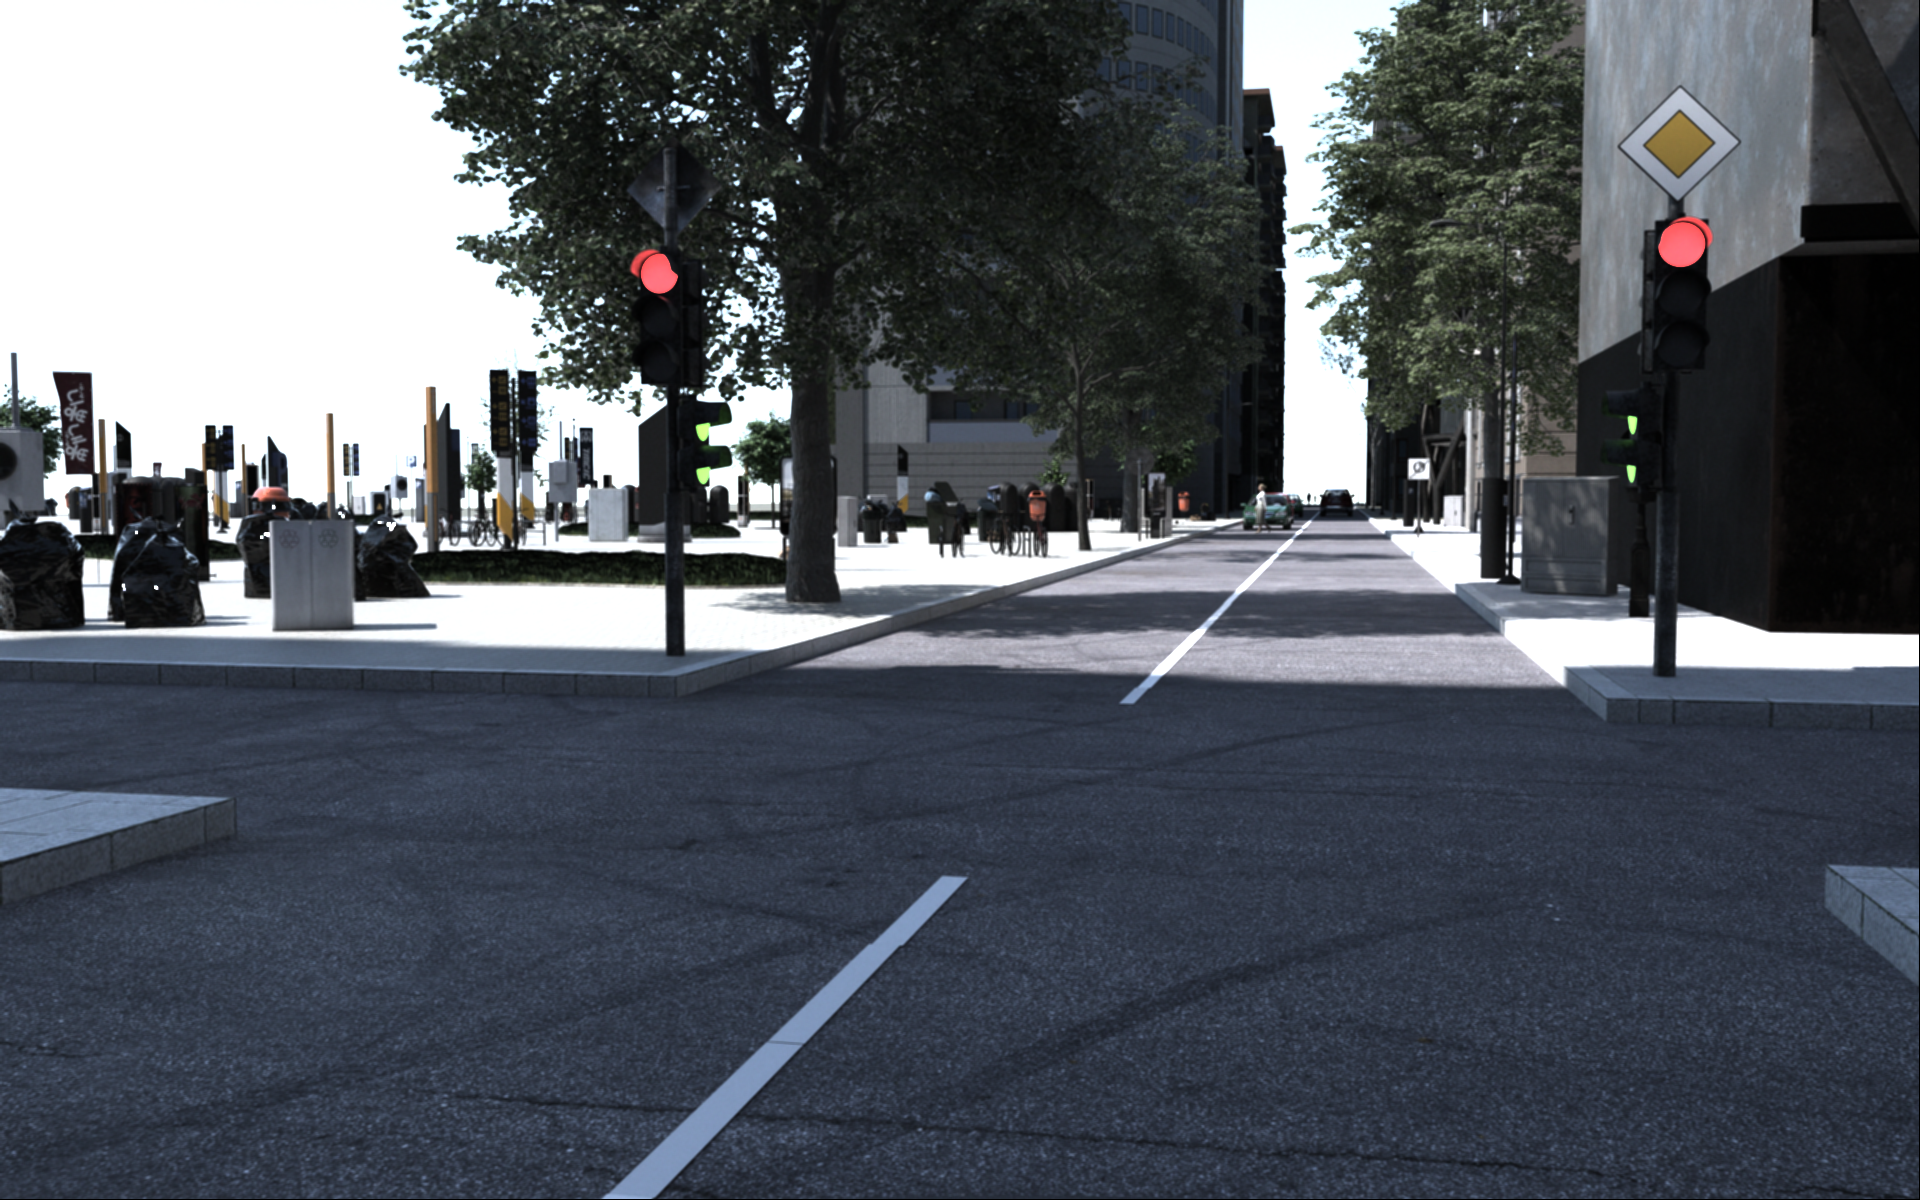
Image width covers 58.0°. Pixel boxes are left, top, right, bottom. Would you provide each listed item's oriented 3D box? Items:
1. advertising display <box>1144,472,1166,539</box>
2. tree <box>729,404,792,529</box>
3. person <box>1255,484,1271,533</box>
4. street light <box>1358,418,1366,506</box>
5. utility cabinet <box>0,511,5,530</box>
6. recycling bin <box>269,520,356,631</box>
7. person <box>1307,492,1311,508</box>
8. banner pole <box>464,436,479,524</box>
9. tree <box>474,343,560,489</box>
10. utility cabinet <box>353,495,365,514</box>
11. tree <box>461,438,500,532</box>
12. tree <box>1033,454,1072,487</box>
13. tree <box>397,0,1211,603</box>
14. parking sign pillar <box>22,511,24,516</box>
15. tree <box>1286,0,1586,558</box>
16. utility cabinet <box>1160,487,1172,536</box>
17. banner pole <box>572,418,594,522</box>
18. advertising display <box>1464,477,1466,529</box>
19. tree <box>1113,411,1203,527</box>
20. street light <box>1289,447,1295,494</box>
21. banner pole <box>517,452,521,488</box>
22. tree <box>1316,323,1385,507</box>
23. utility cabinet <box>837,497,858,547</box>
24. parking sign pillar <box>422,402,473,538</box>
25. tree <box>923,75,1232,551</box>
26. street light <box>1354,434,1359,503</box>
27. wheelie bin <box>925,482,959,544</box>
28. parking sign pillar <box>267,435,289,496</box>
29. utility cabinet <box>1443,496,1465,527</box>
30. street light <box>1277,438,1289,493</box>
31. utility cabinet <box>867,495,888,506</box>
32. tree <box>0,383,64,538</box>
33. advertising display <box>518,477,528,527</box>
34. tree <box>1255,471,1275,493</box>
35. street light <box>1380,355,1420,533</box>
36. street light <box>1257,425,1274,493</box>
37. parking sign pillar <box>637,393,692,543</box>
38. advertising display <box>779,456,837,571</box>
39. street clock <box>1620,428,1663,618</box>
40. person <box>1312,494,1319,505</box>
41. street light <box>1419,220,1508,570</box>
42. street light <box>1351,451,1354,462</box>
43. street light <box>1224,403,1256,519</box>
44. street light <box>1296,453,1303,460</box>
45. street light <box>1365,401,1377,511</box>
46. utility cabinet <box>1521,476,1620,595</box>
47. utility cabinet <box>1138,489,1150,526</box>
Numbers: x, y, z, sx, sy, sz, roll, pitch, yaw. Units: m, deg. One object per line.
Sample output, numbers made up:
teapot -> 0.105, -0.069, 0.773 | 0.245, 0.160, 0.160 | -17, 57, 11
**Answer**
advertising display -> 5.648, -2.744, 50.084 | 0.123, 1.923, 0.974 | 3, 5, 40
tree -> -6.947, -4.899, 63.818 | 4.285, 4.588, 4.351 | 0, 3, 0
person -> 11.098, -3.345, 63.411 | 0.641, 1.798, 0.478 | 0, 4, 5
street light -> 25.138, -8.118, 105.277 | 1.470, 5.913, 1.316 | 1, 4, 12
utility cabinet -> -34.120, -3.106, 61.938 | 0.306, 1.237, 1.020 | 1, 4, 15
recycling bin -> -6.186, -0.246, 16.576 | 0.722, 1.027, 0.722 | -1, 4, -17
person -> 37.176, -10.708, 184.499 | 0.541, 1.710, 0.530 | 0, 4, -6
banner pole -> -20.934, -5.160, 74.386 | 0.863, 3.779, 0.401 | 2, 4, 27
tree -> -21.240, -8.167, 83.897 | 4.737, 8.622, 4.395 | 0, 3, 0
utility cabinet -> -32.638, -5.070, 94.061 | 1.020, 1.237, 0.306 | 2, 4, 35
tree -> -16.272, -3.978, 59.638 | 1.663, 3.219, 1.824 | 0, 3, 0
tree -> 4.457, -5.234, 80.172 | 1.663, 3.219, 1.824 | 0, 3, 0
tree -> -1.872, -6.949, 20.265 | 9.857, 13.997, 8.962 | 0, 3, 0
parking sign pillar -> -44.058, -5.646, 80.781 | 1.447, 3.967, 1.447 | 3, 4, 38
tree -> 10.254, -7.119, 34.527 | 7.486, 12.596, 7.792 | 0, 3, 0
utility cabinet -> 6.098, -2.658, 52.132 | 0.318, 1.500, 1.173 | 1, 4, 20
banner pole -> -12.419, -4.088, 56.862 | 0.863, 3.779, 0.401 | -1, 4, -17
advertising display -> 19.024, -3.591, 63.919 | 0.123, 1.923, 0.974 | -2, 4, -35
tree -> 7.679, -5.107, 67.213 | 4.285, 4.588, 4.351 | 0, 3, 0
street light -> 31.939, -12.072, 169.919 | 1.470, 5.913, 1.316 | 1, 4, 12
banner pole -> -23.027, -6.199, 91.365 | 0.401, 3.779, 0.863 | 3, 5, 41
tree -> 41.972, -19.144, 168.889 | 12.611, 20.169, 13.585 | 0, 3, 0
utility cabinet -> -2.744, -1.908, 42.361 | 0.306, 1.237, 1.020 | 1, 4, 9
parking sign pillar -> -15.309, -3.861, 51.600 | 1.447, 3.967, 1.447 | -3, 4, -36
tree -> 2.505, -6.407, 39.172 | 7.601, 10.594, 8.767 | 0, 4, 1
street light -> 31.143, -9.800, 132.765 | 1.470, 5.913, 1.316 | 1, 4, 12
wheelie bin -> -0.499, -2.238, 44.499 | 0.693, 1.594, 0.980 | 2, 4, 32
parking sign pillar -> -31.562, -5.610, 80.194 | 1.447, 3.967, 1.447 | 0, 4, 2
utility cabinet -> 19.346, -3.457, 67.678 | 0.306, 1.237, 1.020 | -2, 4, -26
street light -> 26.437, -10.520, 144.542 | 1.470, 5.913, 1.316 | 1, 4, 12
utility cabinet -> -4.094, -4.586, 86.149 | 1.020, 1.237, 0.306 | -2, 4, -33
tree -> -28.071, -4.132, 51.265 | 4.285, 4.588, 4.351 | 0, 3, 0
advertising display -> -16.634, -3.742, 66.395 | 0.123, 1.923, 0.974 | -3, 5, -41
tree -> 26.232, -9.391, 148.151 | 1.663, 3.219, 1.824 | 0, 3, 0
street light -> 14.716, -5.195, 57.480 | 1.470, 5.913, 1.316 | 1, 4, 12
street light -> 20.337, -8.791, 116.275 | 1.470, 5.913, 1.316 | 1, 4, 12
parking sign pillar -> -7.849, -3.514, 45.934 | 1.447, 3.967, 1.447 | 1, 4, 12
advertising display -> -2.548, -1.462, 29.113 | 0.974, 1.923, 0.123 | 1, 4, 11
street clock -> 7.095, -0.824, 18.037 | 0.471, 2.002, 0.358 | 2, 4, 25
person -> 45.991, -12.990, 224.149 | 0.557, 1.426, 1.065 | -3, 4, -36
street light -> 8.651, -3.478, 29.413 | 1.470, 5.913, 1.316 | 1, 4, 12
street light -> 37.160, -11.488, 160.363 | 1.470, 5.913, 1.316 | 1, 4, 12
street light -> 14.230, -7.095, 88.544 | 1.470, 5.913, 1.316 | 1, 4, 12
street light -> 38.145, -13.784, 197.901 | 1.470, 5.913, 1.316 | 1, 4, 12
street light -> 20.779, -6.880, 85.027 | 1.470, 5.913, 1.316 | 1, 4, 12
utility cabinet -> 7.766, -0.820, 22.082 | 0.318, 1.500, 1.173 | -3, 5, -42
utility cabinet -> 7.757, -3.725, 69.587 | 1.173, 1.500, 0.318 | 2, 4, 25
